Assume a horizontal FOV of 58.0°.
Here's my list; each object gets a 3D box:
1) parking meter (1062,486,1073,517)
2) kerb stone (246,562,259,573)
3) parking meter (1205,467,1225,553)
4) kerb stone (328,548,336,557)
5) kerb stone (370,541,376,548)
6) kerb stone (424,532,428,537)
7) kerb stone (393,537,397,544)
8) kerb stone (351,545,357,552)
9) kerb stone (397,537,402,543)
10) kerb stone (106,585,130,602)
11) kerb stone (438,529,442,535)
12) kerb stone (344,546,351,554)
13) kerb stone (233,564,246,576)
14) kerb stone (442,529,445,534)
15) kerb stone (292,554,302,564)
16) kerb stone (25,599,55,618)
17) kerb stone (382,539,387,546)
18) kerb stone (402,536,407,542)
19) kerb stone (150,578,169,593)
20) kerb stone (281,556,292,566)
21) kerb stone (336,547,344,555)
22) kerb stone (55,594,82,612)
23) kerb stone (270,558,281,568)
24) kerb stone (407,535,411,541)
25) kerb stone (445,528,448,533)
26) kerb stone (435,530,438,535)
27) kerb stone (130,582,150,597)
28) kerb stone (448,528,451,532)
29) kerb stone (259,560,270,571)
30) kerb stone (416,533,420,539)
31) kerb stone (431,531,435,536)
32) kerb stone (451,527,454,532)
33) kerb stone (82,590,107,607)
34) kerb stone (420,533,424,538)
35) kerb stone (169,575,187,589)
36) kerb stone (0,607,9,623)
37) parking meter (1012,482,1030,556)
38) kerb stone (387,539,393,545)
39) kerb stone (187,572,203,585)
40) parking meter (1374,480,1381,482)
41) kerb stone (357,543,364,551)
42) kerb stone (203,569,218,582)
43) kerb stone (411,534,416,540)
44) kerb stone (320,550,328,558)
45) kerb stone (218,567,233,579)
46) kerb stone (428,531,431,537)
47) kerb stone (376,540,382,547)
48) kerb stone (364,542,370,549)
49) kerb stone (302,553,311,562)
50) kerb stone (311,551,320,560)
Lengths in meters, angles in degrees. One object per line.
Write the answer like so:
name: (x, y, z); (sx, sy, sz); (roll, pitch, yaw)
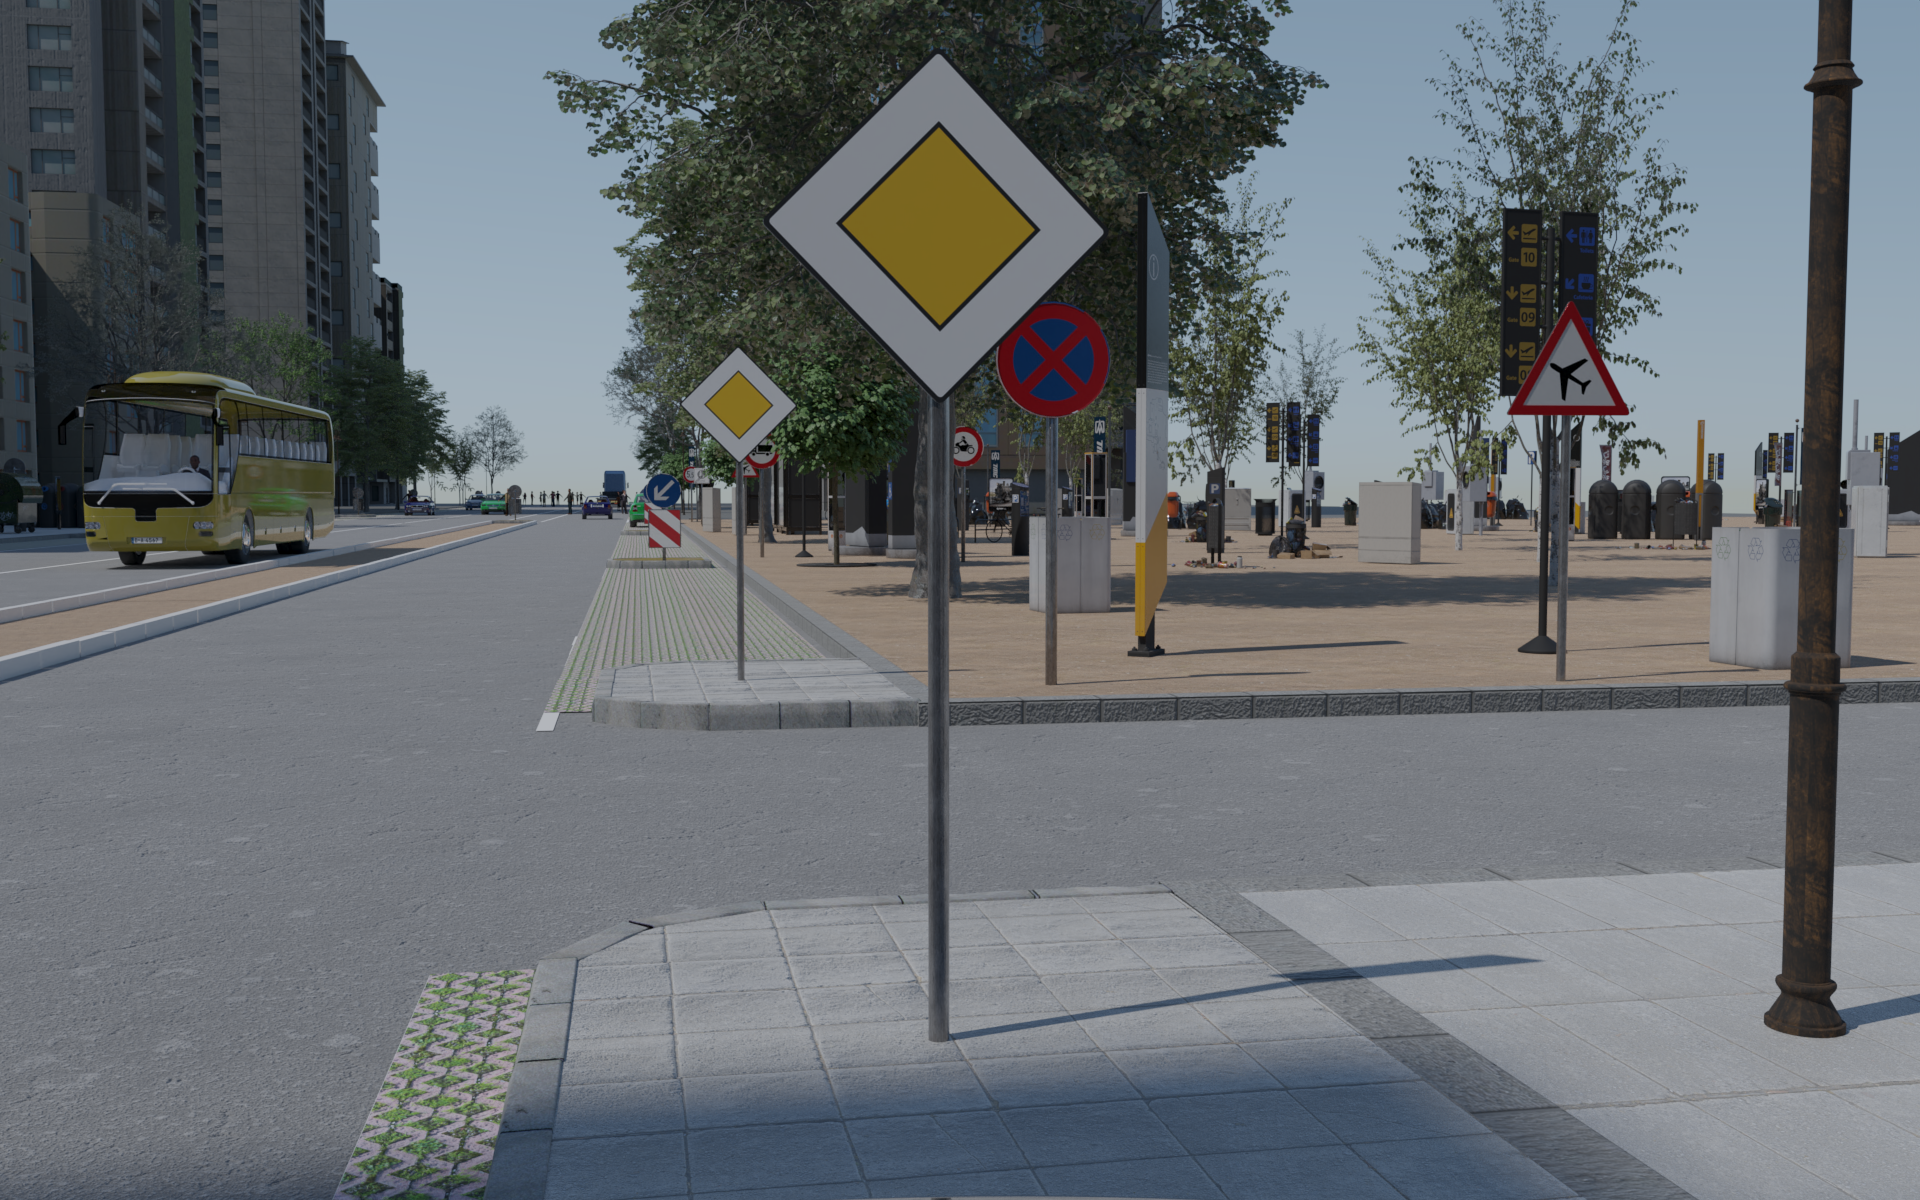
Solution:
parking meter: (3.512, -2.950, 56.652); (0.372, 1.533, 0.369); (0, 3, 0)
kerb stone: (-12.920, -0.560, 31.359); (0.120, 0.150, 1.000); (-1, 4, -10)
parking meter: (5.536, -1.949, 37.582); (0.399, 1.863, 0.255); (1, 4, 20)
kerb stone: (-14.420, -1.055, 39.445); (0.120, 0.150, 1.000); (-1, 4, -10)
kerb stone: (-15.544, -1.423, 45.486); (0.120, 0.150, 1.000); (-1, 4, -10)
kerb stone: (-17.599, -2.100, 56.582); (0.120, 0.150, 1.000); (-1, 4, -10)
kerb stone: (-16.290, -1.667, 49.523); (0.120, 0.150, 1.000); (-1, 4, -10)
kerb stone: (-14.985, -1.240, 42.471); (0.120, 0.150, 1.000); (-1, 4, -10)
kerb stone: (-16.473, -1.723, 50.529); (0.120, 0.150, 1.000); (-1, 4, -10)
kerb stone: (-11.418, -0.068, 23.304); (0.120, 0.150, 1.000); (-1, 4, -10)
kerb stone: (-18.346, -2.350, 60.615); (0.120, 0.150, 1.000); (-1, 4, -10)
kerb stone: (-14.795, -1.174, 41.461); (0.120, 0.150, 1.000); (-1, 4, -10)
kerb stone: (-12.735, -0.499, 30.354); (0.120, 0.150, 1.000); (-1, 4, -10)
kerb stone: (-18.540, -2.406, 61.619); (0.120, 0.150, 1.000); (-1, 4, -10)
kerb stone: (-13.670, -0.807, 35.407); (0.120, 0.150, 1.000); (-1, 4, -10)
kerb stone: (-10.867, 0.119, 20.284); (0.120, 0.150, 1.000); (-1, 4, -10)
kerb stone: (-15.919, -1.548, 47.512); (0.120, 0.150, 1.000); (-1, 4, -10)
kerb stone: (-16.666, -1.793, 51.532); (0.120, 0.150, 1.000); (-1, 4, -10)
kerb stone: (-11.800, -0.185, 25.315); (0.120, 0.150, 1.000); (-1, 4, -10)
kerb stone: (-13.487, -0.744, 34.398); (0.120, 0.150, 1.000); (-1, 4, -10)
kerb stone: (-14.594, -1.117, 40.452); (0.120, 0.150, 1.000); (-1, 4, -10)
kerb stone: (-11.048, 0.056, 21.294); (0.120, 0.150, 1.000); (-1, 4, -10)
kerb stone: (-13.302, -0.684, 33.387); (0.120, 0.150, 1.000); (-1, 4, -10)
kerb stone: (-16.857, -1.850, 52.553); (0.120, 0.150, 1.000); (-1, 4, -10)
kerb stone: (-18.720, -2.473, 62.637); (0.120, 0.150, 1.000); (-1, 4, -10)
kerb stone: (-18.170, -2.287, 59.608); (0.120, 0.150, 1.000); (-1, 4, -10)
kerb stone: (-11.613, -0.129, 24.309); (0.120, 0.150, 1.000); (-1, 4, -10)
kerb stone: (-18.914, -2.535, 63.640); (0.120, 0.150, 1.000); (-1, 4, -10)
kerb stone: (-13.105, -0.621, 32.370); (0.120, 0.150, 1.000); (-1, 4, -10)
kerb stone: (-17.215, -1.980, 54.568); (0.120, 0.150, 1.000); (-1, 4, -10)
kerb stone: (-17.972, -2.225, 58.599); (0.120, 0.150, 1.000); (-1, 4, -10)
kerb stone: (-19.098, -2.593, 64.657); (0.120, 0.150, 1.000); (-1, 4, -10)
kerb stone: (-11.234, -0.004, 22.299); (0.120, 0.150, 1.000); (-1, 4, -10)
kerb stone: (-17.416, -2.042, 55.576); (0.120, 0.150, 1.000); (-1, 4, -10)
kerb stone: (-11.982, -0.252, 26.322); (0.120, 0.150, 1.000); (-1, 4, -10)
kerb stone: (-10.680, 0.178, 19.278); (0.120, 0.150, 1.000); (-1, 4, -10)
parking meter: (1.264, -1.699, 36.183); (0.372, 1.533, 0.369); (0, 3, 0)
kerb stone: (-16.101, -1.610, 48.517); (0.120, 0.150, 1.000); (-1, 4, -10)
kerb stone: (-12.170, -0.314, 27.326); (0.120, 0.150, 1.000); (-1, 4, -10)
parking meter: (17.411, -4.051, 71.951); (0.399, 1.863, 0.255); (-1, 4, -10)
kerb stone: (-15.159, -1.298, 43.478); (0.120, 0.150, 1.000); (-1, 4, -10)
kerb stone: (-12.368, -0.376, 28.337); (0.120, 0.150, 1.000); (-1, 4, -10)
kerb stone: (-17.035, -1.918, 53.559); (0.120, 0.150, 1.000); (-1, 4, -10)
kerb stone: (-14.230, -0.993, 38.432); (0.120, 0.150, 1.000); (-1, 4, -10)
kerb stone: (-12.546, -0.437, 29.343); (0.120, 0.150, 1.000); (-1, 4, -10)
kerb stone: (-17.787, -2.161, 57.587); (0.120, 0.150, 1.000); (-1, 4, -10)
kerb stone: (-15.725, -1.486, 46.496); (0.120, 0.150, 1.000); (-1, 4, -10)
kerb stone: (-15.353, -1.361, 44.482); (0.120, 0.150, 1.000); (-1, 4, -10)
kerb stone: (-13.857, -0.870, 36.423); (0.120, 0.150, 1.000); (-1, 4, -10)
kerb stone: (-14.039, -0.932, 37.428); (0.120, 0.150, 1.000); (-1, 4, -10)
